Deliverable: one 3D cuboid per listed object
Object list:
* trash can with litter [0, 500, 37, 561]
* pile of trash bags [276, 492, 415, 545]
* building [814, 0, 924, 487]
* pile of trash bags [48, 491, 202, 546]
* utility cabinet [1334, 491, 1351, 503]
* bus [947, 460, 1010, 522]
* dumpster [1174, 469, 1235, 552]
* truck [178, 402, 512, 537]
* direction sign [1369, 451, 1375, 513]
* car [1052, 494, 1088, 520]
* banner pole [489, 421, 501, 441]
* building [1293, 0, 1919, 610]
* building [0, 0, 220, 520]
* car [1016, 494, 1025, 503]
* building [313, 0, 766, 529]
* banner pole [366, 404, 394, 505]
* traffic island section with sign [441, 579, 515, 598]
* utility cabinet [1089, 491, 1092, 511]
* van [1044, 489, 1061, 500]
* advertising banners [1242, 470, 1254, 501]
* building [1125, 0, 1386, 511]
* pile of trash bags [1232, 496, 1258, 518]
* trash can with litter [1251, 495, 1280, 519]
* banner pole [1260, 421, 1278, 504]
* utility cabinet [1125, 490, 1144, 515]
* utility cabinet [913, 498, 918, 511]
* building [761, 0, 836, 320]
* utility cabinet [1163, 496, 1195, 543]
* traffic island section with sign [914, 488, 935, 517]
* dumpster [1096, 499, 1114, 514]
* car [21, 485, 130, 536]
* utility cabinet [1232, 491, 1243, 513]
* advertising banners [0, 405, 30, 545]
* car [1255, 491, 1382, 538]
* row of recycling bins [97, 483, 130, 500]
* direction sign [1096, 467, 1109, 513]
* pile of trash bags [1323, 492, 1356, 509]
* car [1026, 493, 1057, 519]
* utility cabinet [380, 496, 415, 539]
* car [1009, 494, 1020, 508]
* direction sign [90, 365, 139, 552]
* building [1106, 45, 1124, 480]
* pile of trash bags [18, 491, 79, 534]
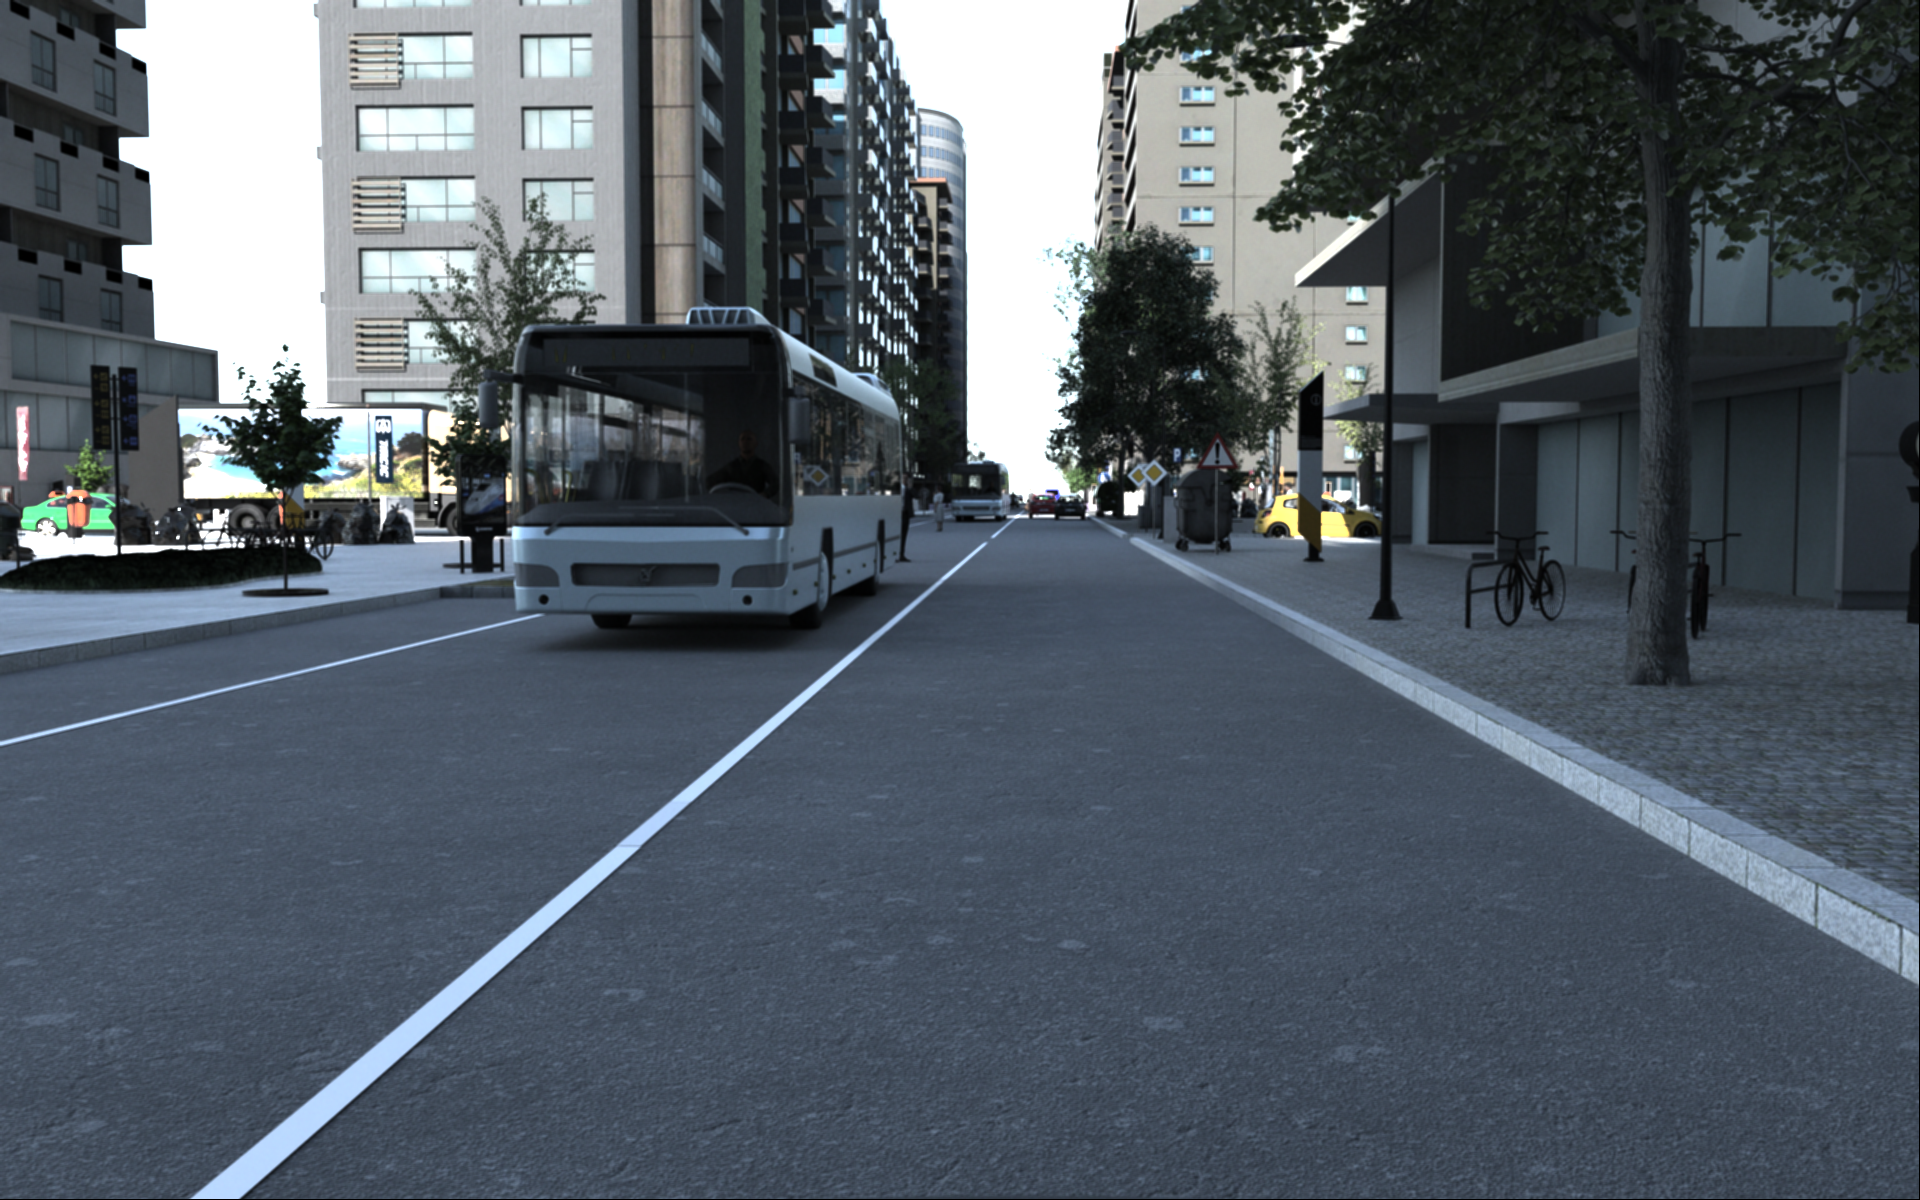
[{"bbox_3d":[-18.234,-1.346,33.393,1.055,1.170,0.624,2,4,26],"label":"trash can with litter"},{"bbox_3d":[-15.714,-2.092,43.951,1.912,1.369,3.447,2,4,35],"label":"pile of trash bags"},{"bbox_3d":[-16.084,-34.239,179.420,23.786,49.044,30.456,0,4,3],"label":"building"},{"bbox_3d":[-20.875,-2.073,43.641,3.447,1.369,1.912,0,4,6],"label":"pile of trash bags"},{"bbox_3d":[27.430,-7.066,124.208,1.173,1.500,0.318,3,4,39],"label":"utility cabinet"},{"bbox_3d":[1.175,-6.016,93.217,2.948,3.499,13.247,0,4,4],"label":"bus"},{"bbox_3d":[5.530,-2.042,39.148,1.264,1.857,1.865,0,4,3],"label":"dumpster"},{"bbox_3d":[-18.629,-3.995,54.225,11.283,4.237,2.839,0,4,1],"label":"truck"},{"bbox_3d":[21.759,-6.085,91.487,0.379,3.537,0.876,0,4,-6],"label":"direction sign"},{"bbox_3d":[6.129,-5.302,96.474,2.009,1.686,4.222,0,4,3],"label":"car"},{"bbox_3d":[-13.324,-3.619,49.185,0.401,3.779,0.863,3,4,36],"label":"banner pole"},{"bbox_3d":[21.450,-27.000,30.685,28.713,52.752,27.495,0,4,3],"label":"building"},{"bbox_3d":[-52.331,-29.671,74.354,27.495,52.752,28.713,0,4,3],"label":"building"},{"bbox_3d":[9.732,-17.163,289.646,2.155,1.783,4.494,0,4,3],"label":"car"},{"bbox_3d":[-15.754,-23.516,68.087,14.154,41.232,14.086,0,4,3],"label":"building"},{"bbox_3d":[-16.196,-3.560,48.227,0.863,3.779,0.401,-1,4,-16],"label":"banner pole"},{"bbox_3d":[-6.135,-0.987,24.767,1.989,1.847,2.006,0,4,3],"label":"traffic island section with sign"},{"bbox_3d":[9.929,-7.460,130.655,0.318,1.500,1.173,0,4,-1],"label":"utility cabinet"},{"bbox_3d":[10.672,-12.085,201.969,2.240,2.365,5.245,0,4,1],"label":"van"},{"bbox_3d":[20.768,-8.028,127.449,2.074,3.025,0.090,0,4,-6],"label":"advertising banners"},{"bbox_3d":[24.568,-31.699,141.982,21.300,48.544,21.600,0,4,3],"label":"building"},{"bbox_3d":[14.384,-5.117,93.418,3.447,1.369,1.912,1,4,10],"label":"pile of trash bags"},{"bbox_3d":[15.870,-4.709,88.043,2.233,1.210,1.678,1,4,13],"label":"trash can with litter"},{"bbox_3d":[10.634,-4.212,58.888,0.401,3.779,0.863,2,4,31],"label":"banner pole"},{"bbox_3d":[10.778,-6.016,107.037,1.173,1.500,0.318,2,4,32],"label":"utility cabinet"},{"bbox_3d":[-3.510,-7.241,129.546,0.306,1.237,1.020,-2,4,-33],"label":"utility cabinet"},{"bbox_3d":[-19.046,-27.219,99.660,22.147,44.769,28.867,0,4,3],"label":"building"},{"bbox_3d":[5.891,-2.111,45.672,1.020,1.237,0.306,1,4,14],"label":"utility cabinet"},{"bbox_3d":[-2.167,-6.027,107.162,1.989,1.847,2.006,0,4,3],"label":"traffic island section with sign"},{"bbox_3d":[8.738,-5.988,103.661,1.264,1.857,1.865,0,4,3],"label":"dumpster"},{"bbox_3d":[-27.411,-2.849,55.373,4.718,1.807,1.959,0,4,2],"label":"car"},{"bbox_3d":[18.295,-6.525,115.355,1.173,1.500,0.318,-2,4,-35],"label":"utility cabinet"},{"bbox_3d":[-19.197,-2.366,34.867,2.074,3.025,0.090,3,4,37],"label":"advertising banners"},{"bbox_3d":[10.954,-2.582,52.439,3.980,1.641,2.015,0,4,3],"label":"car"},{"bbox_3d":[-31.209,-3.559,65.301,3.534,1.692,1.069,1,4,14],"label":"row of recycling bins"},{"bbox_3d":[8.956,-7.140,108.741,0.876,3.537,0.379,-2,4,-25],"label":"direction sign"},{"bbox_3d":[19.581,-4.954,90.743,1.912,1.369,3.447,0,4,-4],"label":"pile of trash bags"},{"bbox_3d":[4.985,-5.738,102.851,2.155,1.783,4.494,0,4,2],"label":"car"},{"bbox_3d":[-16.062,-2.344,49.486,0.306,1.237,1.020,2,4,28],"label":"utility cabinet"},{"bbox_3d":[5.397,-10.615,185.359,2.131,1.459,4.920,0,4,4],"label":"car"},{"bbox_3d":[-15.012,-2.375,30.832,0.379,3.537,0.876,2,4,30],"label":"direction sign"},{"bbox_3d":[25.457,-31.412,168.203,22.147,44.769,28.867,0,4,3],"label":"building"},{"bbox_3d":[-33.019,-3.102,60.473,3.447,1.369,1.912,-3,5,-44],"label":"pile of trash bags"}]
